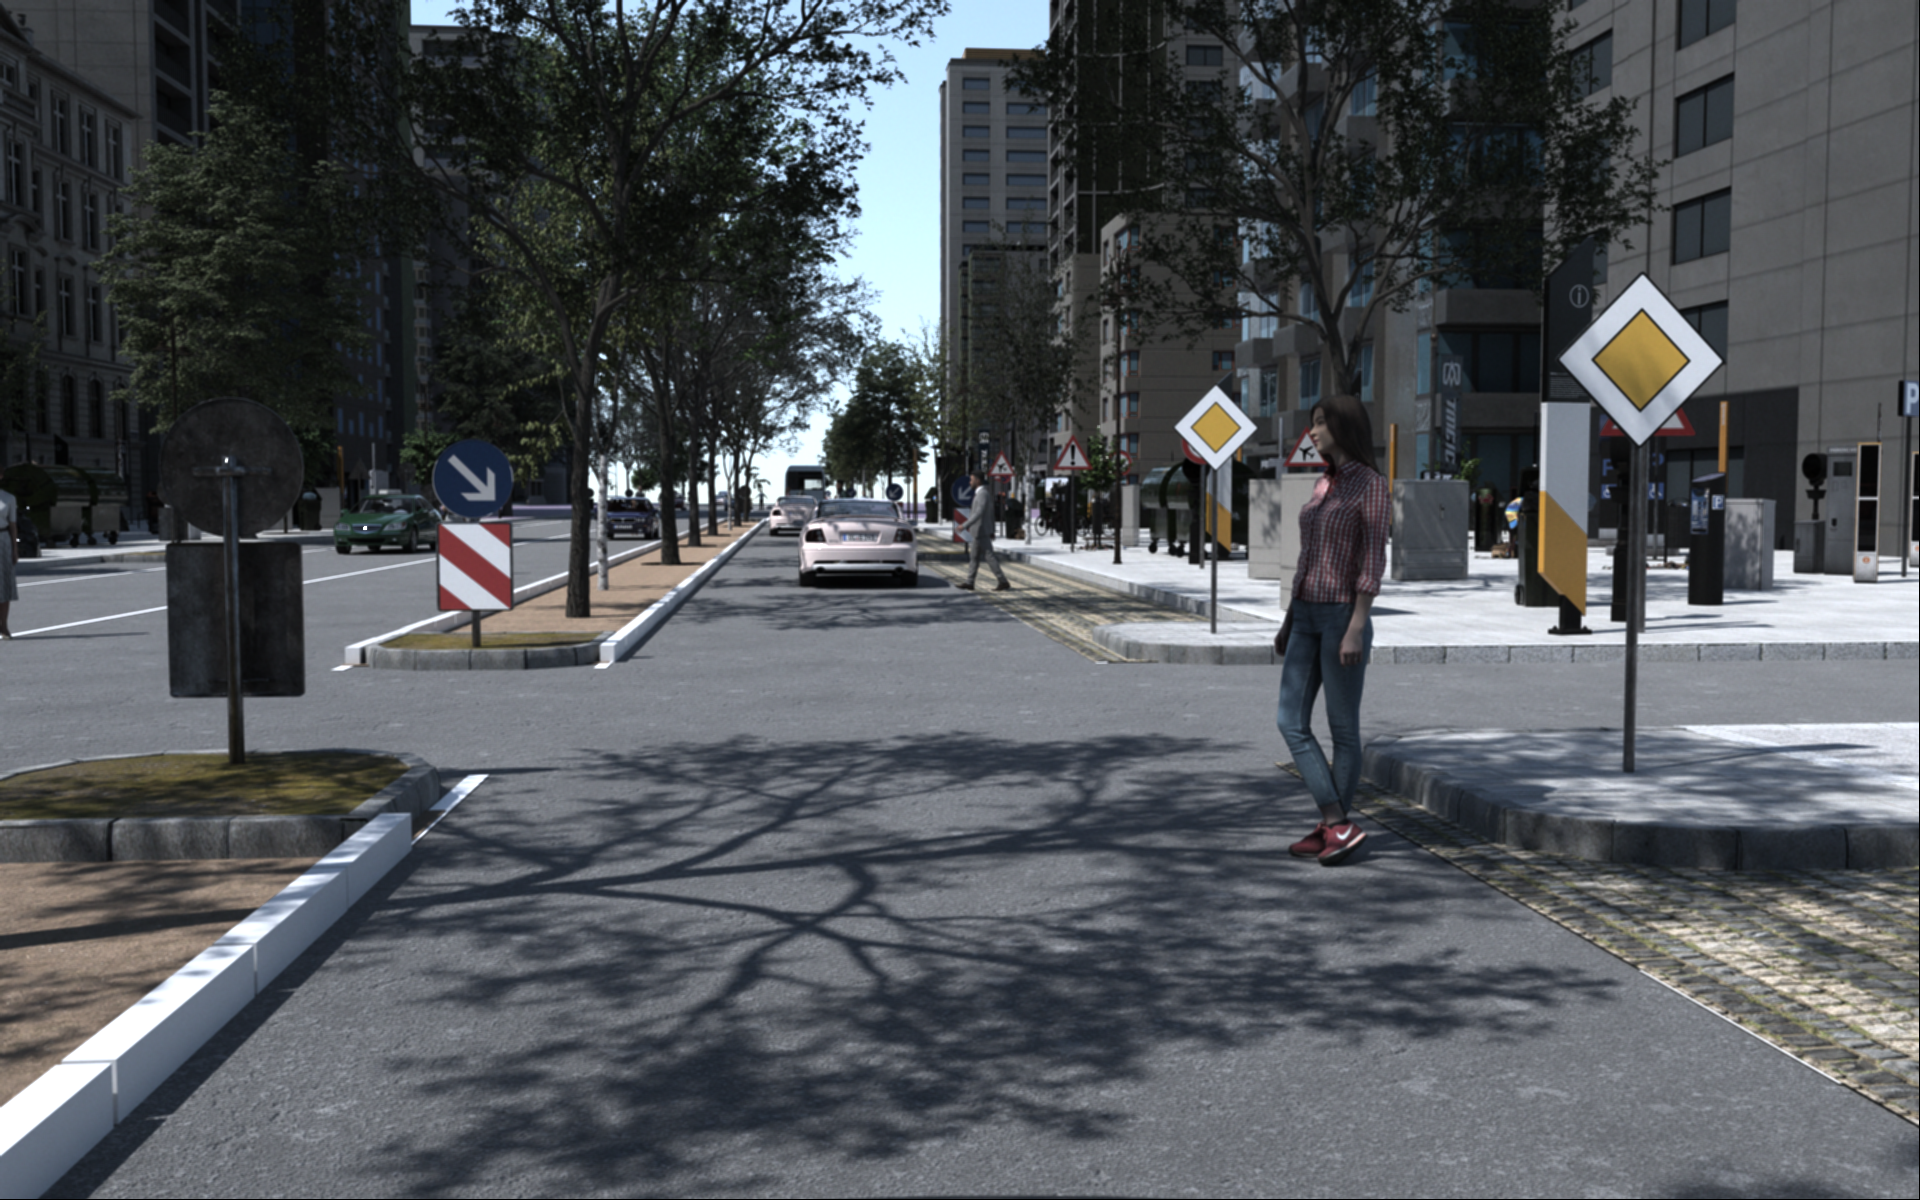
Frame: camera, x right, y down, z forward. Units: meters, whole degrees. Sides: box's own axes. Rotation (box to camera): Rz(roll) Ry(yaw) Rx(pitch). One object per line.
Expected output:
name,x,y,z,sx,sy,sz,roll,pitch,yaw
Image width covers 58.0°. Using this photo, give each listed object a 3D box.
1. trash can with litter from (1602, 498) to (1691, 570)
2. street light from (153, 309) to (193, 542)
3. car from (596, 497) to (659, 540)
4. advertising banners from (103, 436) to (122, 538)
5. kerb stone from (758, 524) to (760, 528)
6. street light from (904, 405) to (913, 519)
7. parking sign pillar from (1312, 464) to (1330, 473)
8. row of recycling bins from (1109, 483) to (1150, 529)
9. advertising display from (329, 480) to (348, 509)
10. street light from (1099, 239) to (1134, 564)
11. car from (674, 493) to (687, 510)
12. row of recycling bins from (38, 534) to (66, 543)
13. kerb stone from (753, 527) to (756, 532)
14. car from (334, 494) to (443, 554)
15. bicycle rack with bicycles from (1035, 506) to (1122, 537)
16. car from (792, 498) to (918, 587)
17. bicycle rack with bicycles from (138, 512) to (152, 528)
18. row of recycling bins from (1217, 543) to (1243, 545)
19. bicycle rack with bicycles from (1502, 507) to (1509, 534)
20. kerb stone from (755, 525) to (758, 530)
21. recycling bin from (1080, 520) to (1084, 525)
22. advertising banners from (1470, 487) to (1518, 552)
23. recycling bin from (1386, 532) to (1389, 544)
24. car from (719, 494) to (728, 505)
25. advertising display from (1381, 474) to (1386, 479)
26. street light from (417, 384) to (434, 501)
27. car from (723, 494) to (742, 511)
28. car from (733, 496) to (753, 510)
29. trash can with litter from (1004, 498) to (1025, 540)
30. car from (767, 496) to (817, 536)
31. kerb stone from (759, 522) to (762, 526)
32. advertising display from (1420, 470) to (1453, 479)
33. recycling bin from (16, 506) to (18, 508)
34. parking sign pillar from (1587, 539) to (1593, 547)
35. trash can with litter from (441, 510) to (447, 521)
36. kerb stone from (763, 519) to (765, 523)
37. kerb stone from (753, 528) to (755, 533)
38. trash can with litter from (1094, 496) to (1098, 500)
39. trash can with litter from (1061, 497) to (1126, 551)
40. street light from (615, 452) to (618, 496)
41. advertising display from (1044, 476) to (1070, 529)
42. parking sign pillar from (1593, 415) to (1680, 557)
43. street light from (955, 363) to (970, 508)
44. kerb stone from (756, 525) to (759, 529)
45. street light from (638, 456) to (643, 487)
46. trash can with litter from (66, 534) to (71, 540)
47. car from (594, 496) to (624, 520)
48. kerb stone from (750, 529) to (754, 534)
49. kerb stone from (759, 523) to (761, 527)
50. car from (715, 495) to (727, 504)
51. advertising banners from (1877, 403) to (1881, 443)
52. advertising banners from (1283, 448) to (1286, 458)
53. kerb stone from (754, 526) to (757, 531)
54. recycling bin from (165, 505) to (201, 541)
trash can with litter,12.050,-1.160,30.021,2.233,1.210,1.678,-1,4,-11
street light,-19.664,-4.320,43.414,0.468,5.910,1.993,0,4,-5
car,-10.559,-2.605,55.167,1.945,1.354,3.894,0,4,-6
advertising banners,-25.091,-3.372,51.328,0.090,3.025,2.074,-1,4,-10
kerb stone,-8.058,-2.815,68.237,0.120,0.150,1.000,0,4,-5
street light,-2.691,-7.200,90.501,0.468,5.910,1.993,0,4,-5
parking sign pillar,11.603,-3.991,53.719,1.447,3.967,1.447,0,4,-4
row of recycling bins,7.077,-3.562,65.346,3.534,1.692,1.069,-2,4,-34
advertising display,-28.241,-4.480,78.467,0.974,1.923,0.123,-2,4,-31
street light,2.896,-3.601,31.670,0.468,5.910,1.993,0,4,-5
car,-25.125,-8.778,152.563,2.155,1.783,4.494,0,4,-4
row of recycling bins,-24.718,-2.324,45.107,1.069,1.692,3.534,1,4,14
kerb stone,-7.484,-2.442,62.123,0.120,0.150,1.000,0,4,-5
car,-14.146,-1.914,43.085,2.131,1.459,4.920,0,4,-4
bicycle rack with bicycles,4.009,-2.419,52.932,2.852,0.926,2.925,-2,4,-30
car,-1.695,-0.970,28.228,2.083,1.381,4.827,0,4,-5
bicycle rack with bicycles,-29.287,-3.163,65.103,2.852,0.926,2.925,2,4,28
row of recycling bins,8.092,-2.226,43.505,3.534,1.692,1.069,1,4,13
bicycle rack with bicycles,18.361,-2.515,54.497,2.852,0.926,2.925,-1,4,-9
kerb stone,-7.770,-2.627,65.180,0.120,0.150,1.000,0,4,-5
recycling bin,4.575,-3.487,69.559,0.722,1.027,0.722,3,5,43
advertising banners,12.309,-2.560,38.039,2.074,3.025,0.090,2,4,25
recycling bin,10.555,-1.959,44.579,0.722,1.027,0.722,-3,5,-41
car,-30.846,-13.331,227.560,1.945,1.707,3.694,0,4,-7
advertising display,13.573,-3.111,56.073,0.123,1.923,0.974,2,4,32
street light,-22.483,-6.129,72.992,0.468,5.910,1.993,0,4,-5
car,-19.566,-8.478,150.615,2.014,1.417,4.499,0,4,-6
car,-20.299,-9.271,161.803,2.015,1.641,3.980,0,4,-4
trash can with litter,1.680,-2.297,48.938,0.624,1.170,1.055,-2,4,-29
car,-5.679,-2.925,60.188,2.083,1.381,4.827,0,4,-6
kerb stone,-8.451,-3.066,72.331,0.120,0.150,1.000,0,4,-5
advertising display,12.938,-2.558,47.032,0.974,1.923,0.123,-1,4,-20
recycling bin,-20.902,-1.525,37.490,0.722,1.027,0.722,0,4,-5
parking sign pillar,15.762,-3.272,41.975,1.447,3.967,1.447,1,4,22
trash can with litter,-24.526,-4.350,82.503,1.055,1.170,0.624,2,4,35
kerb stone,-9.131,-3.499,79.458,0.120,0.150,1.000,0,4,-5
kerb stone,-7.386,-2.380,61.105,0.120,0.150,1.000,0,4,-5
trash can with litter,6.817,-4.635,87.172,0.624,1.170,1.055,1,4,10
trash can with litter,3.012,-1.781,40.177,1.678,1.210,2.233,1,4,15
street light,-29.731,-10.825,149.768,0.468,5.910,1.993,0,4,-5
advertising display,3.520,-3.518,62.733,0.974,1.923,0.123,2,4,25
parking sign pillar,14.249,-2.910,36.056,1.447,3.967,1.447,0,4,2
street light,0.130,-5.384,60.823,0.468,5.910,1.993,0,4,-5
kerb stone,-7.868,-2.691,66.201,0.120,0.150,1.000,0,4,-5
street light,-31.870,-12.261,173.262,0.468,5.910,1.993,0,4,-5
trash can with litter,-25.227,-2.265,48.421,0.624,1.170,1.055,-1,4,-18
car,-19.166,-5.080,95.636,1.945,1.354,3.894,0,4,-6
kerb stone,-7.201,-2.253,59.059,0.120,0.150,1.000,0,4,-5
kerb stone,-8.259,-2.940,70.276,0.120,0.150,1.000,0,4,-5
car,-29.796,-12.360,214.447,2.083,1.381,4.827,0,4,-6
advertising banners,17.311,-2.238,32.783,0.090,3.025,2.074,2,4,32
advertising banners,12.194,-4.263,65.886,0.090,3.025,2.074,1,4,22
kerb stone,-7.583,-2.504,63.145,0.120,0.150,1.000,0,4,-5
recycling bin,-21.567,-2.173,48.078,0.722,1.027,0.722,0,4,-3
